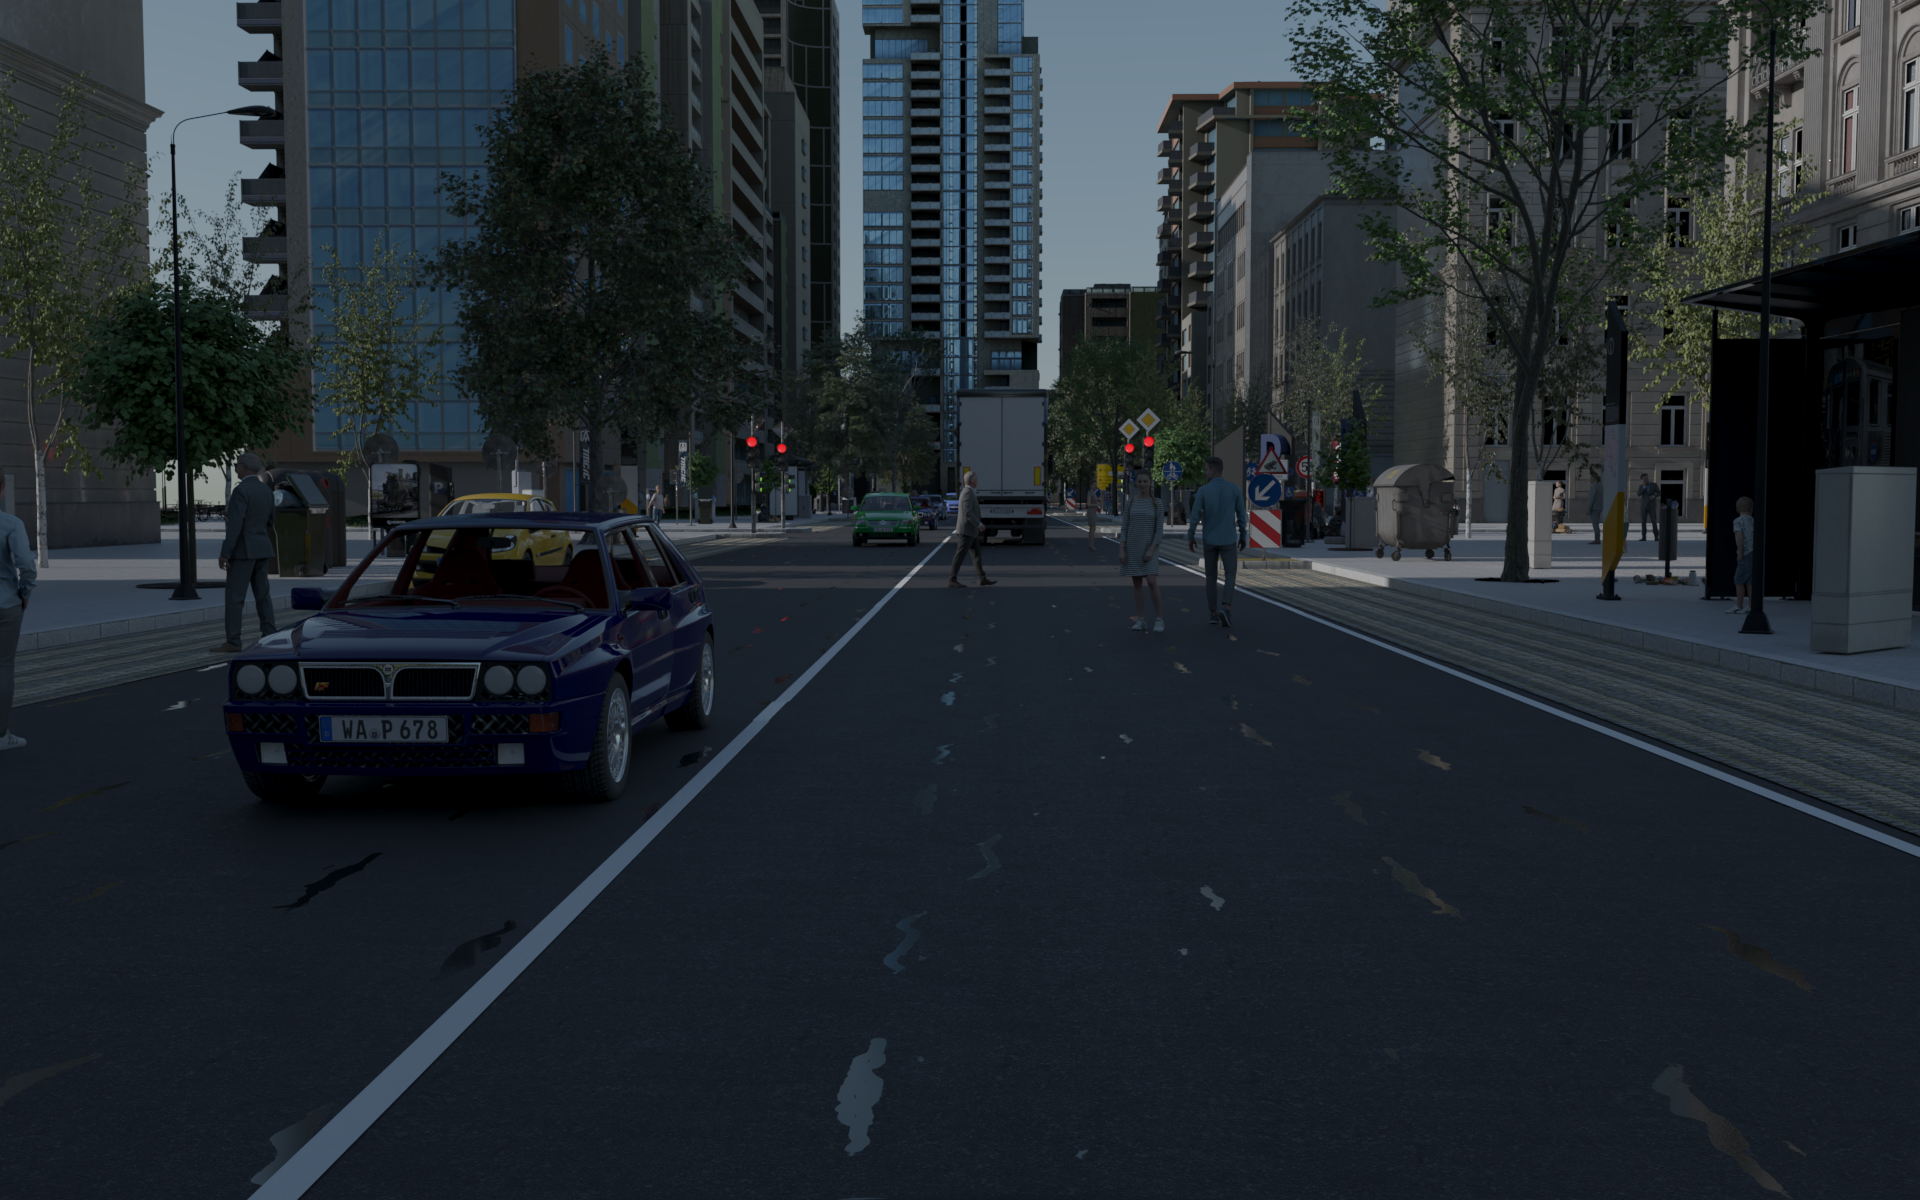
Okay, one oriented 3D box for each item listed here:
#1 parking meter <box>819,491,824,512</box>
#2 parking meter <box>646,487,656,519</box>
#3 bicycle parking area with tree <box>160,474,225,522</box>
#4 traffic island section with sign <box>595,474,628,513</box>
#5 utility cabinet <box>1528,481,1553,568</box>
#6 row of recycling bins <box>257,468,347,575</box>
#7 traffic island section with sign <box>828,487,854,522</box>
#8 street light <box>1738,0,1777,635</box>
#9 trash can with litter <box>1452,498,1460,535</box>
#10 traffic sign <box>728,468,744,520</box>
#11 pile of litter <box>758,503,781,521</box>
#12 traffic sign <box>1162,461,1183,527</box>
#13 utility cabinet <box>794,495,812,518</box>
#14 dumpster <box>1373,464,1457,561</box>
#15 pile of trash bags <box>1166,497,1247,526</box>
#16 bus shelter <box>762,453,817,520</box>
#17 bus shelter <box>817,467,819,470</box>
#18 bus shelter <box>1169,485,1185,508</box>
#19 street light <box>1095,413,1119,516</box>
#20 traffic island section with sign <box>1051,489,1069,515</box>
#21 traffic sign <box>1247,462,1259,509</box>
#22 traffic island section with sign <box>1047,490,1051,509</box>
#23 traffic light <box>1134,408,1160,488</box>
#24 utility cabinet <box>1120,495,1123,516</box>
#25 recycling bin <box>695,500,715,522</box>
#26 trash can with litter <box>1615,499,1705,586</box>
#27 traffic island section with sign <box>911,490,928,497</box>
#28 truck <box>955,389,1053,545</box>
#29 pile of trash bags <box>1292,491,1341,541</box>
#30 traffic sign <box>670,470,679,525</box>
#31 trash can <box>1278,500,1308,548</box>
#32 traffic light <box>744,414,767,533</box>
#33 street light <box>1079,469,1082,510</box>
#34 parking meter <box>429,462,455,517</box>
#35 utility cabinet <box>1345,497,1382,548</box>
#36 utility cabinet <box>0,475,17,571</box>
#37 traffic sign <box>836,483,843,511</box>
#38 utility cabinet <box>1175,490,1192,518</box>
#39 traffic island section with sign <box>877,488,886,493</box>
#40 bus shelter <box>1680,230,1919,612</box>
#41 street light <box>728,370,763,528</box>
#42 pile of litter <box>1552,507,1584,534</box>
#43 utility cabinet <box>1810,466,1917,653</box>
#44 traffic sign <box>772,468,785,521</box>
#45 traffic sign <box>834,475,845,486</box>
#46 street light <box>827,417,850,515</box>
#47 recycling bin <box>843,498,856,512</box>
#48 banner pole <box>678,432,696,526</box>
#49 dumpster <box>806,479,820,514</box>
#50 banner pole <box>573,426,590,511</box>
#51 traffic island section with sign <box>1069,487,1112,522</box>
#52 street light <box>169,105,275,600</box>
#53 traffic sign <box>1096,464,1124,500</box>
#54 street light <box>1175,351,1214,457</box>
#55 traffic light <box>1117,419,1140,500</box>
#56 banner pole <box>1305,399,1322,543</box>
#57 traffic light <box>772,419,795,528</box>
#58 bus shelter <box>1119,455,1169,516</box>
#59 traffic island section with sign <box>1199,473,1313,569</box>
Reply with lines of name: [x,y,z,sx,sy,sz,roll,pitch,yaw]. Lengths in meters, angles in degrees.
parking meter: [-10.027,-7.170,125.632,0.372,1.533,0.369,0,3,0]
parking meter: [-11.745,-3.516,65.891,0.372,1.533,0.369,0,3,0]
bicycle parking area with tree: [-38.457,-5.812,82.035,9.016,4.147,8.231,0,4,8]
traffic island section with sign: [-6.900,-1.551,33.981,1.989,1.847,2.006,0,4,1]
utility cabinet: [9.995,-1.308,30.069,0.318,1.500,1.173,0,4,5]
row of recycling bins: [-11.161,-1.355,29.259,1.069,1.692,3.534,0,4,-8]
traffic island section with sign: [-5.817,-5.013,90.592,1.989,1.847,2.006,0,4,1]
street light: [6.807,-2.647,15.818,1.470,5.913,1.316,0,4,1]
trash can with litter: [15.114,-2.618,54.195,1.055,1.170,0.624,1,4,20]
traffic sign: [-10.928,-5.157,84.427,0.768,2.556,0.104,0,4,6]
pile of litter: [-8.949,-4.138,81.623,1.176,0.858,1.719,1,4,22]
traffic sign: [8.170,-4.071,66.662,0.768,2.556,0.104,0,4,4]
utility cabinet: [-8.341,-4.899,91.265,1.020,1.237,0.306,1,4,18]
dumpster: [8.840,-1.707,33.665,1.264,1.857,1.865,0,4,1]
pile of trash bags: [10.088,-3.756,71.156,3.447,1.369,1.912,1,4,21]
bus shelter: [-8.587,-5.671,86.651,2.014,3.302,5.546,0,4,1]
bus shelter: [-9.571,-6.624,102.224,2.014,3.302,5.546,0,4,1]
bus shelter: [11.593,-6.320,97.263,2.014,3.302,5.546,0,4,1]
street light: [8.467,-7.774,99.640,1.470,5.913,1.316,0,4,1]
traffic island section with sign: [7.317,-6.621,116.878,1.989,1.847,2.006,0,4,1]
traffic sign: [11.675,-4.241,69.442,0.768,2.556,0.104,0,4,2]
traffic island section with sign: [8.272,-9.707,167.343,1.989,1.847,2.006,0,4,1]
traffic light: [6.109,-4.132,56.481,0.839,4.253,0.868,0,4,1]
utility cabinet: [9.878,-5.489,100.909,1.020,1.237,0.306,1,4,14]
recycling bin: [-11.590,-4.048,78.742,0.722,1.027,0.722,-2,4,-31]
trash can with litter: [10.336,-0.854,25.015,1.678,1.210,2.233,1,4,21]
traffic island section with sign: [-4.355,-9.660,166.564,1.989,1.847,2.006,0,4,1]
truck: [1.391,-3.843,51.750,2.839,4.237,11.283,0,4,3]
pile of trash bags: [10.119,-2.372,48.537,1.912,1.369,3.447,2,4,30]
traffic sign: [-11.781,-4.280,72.104,0.606,2.300,0.079,0,4,2]
trash can: [7.955,-1.825,41.493,0.748,1.137,0.748,0,3,0]
traffic light: [-6.750,-4.146,56.711,0.839,4.253,0.868,0,4,1]
street light: [9.145,-10.183,139.025,1.470,5.913,1.316,0,4,1]
parking meter: [-9.422,-1.578,31.508,0.399,1.863,0.255,0,4,3]
utility cabinet: [9.716,-1.866,41.666,1.020,1.237,0.306,-2,4,-35]
utility cabinet: [-11.453,-0.677,19.749,1.173,1.500,0.318,-1,4,-9]
traffic sign: [-9.494,-8.213,134.385,0.768,2.556,0.104,0,4,4]
utility cabinet: [11.714,-5.006,90.527,1.173,1.500,0.318,3,5,42]
traffic island section with sign: [-5.292,-6.680,117.840,1.989,1.847,2.006,0,4,1]
bus shelter: [9.440,-1.623,17.824,1.731,3.624,6.357,0,4,1]
street light: [-8.000,-5.648,64.884,1.470,5.913,1.316,0,4,1]
pile of litter: [19.332,-2.583,56.195,1.176,0.858,1.719,-3,4,-38]
utility cabinet: [7.382,-0.335,14.162,1.173,1.500,0.318,-3,5,-39]
traffic sign: [-8.505,-4.891,79.976,0.884,2.594,0.081,0,4,3]
traffic sign: [-8.126,-7.132,116.345,0.795,2.593,0.064,0,4,8]
street light: [-7.311,-8.057,104.273,1.470,5.913,1.316,0,4,1]
recycling bin: [-7.748,-6.659,121.433,0.722,1.027,0.722,-2,4,-30]
banner pole: [-11.108,-4.911,70.306,0.863,3.779,0.401,2,4,31]
dumpster: [-9.755,-6.587,110.199,1.502,2.255,1.985,0,4,1]
banner pole: [-12.306,-4.057,56.356,0.863,3.779,0.401,-2,4,-31]
traffic island section with sign: [6.772,-4.926,89.172,1.989,1.847,2.006,0,4,1]
street light: [-8.883,-2.956,20.867,1.470,5.913,1.316,0,4,1]
traffic sign: [10.296,-7.486,116.274,2.265,3.308,0.079,0,4,4]
street light: [7.657,-5.115,56.173,1.470,5.913,1.316,0,4,1]
traffic light: [6.262,-4.620,64.465,0.839,4.253,0.868,0,4,1]
banner pole: [9.334,-3.413,45.815,0.401,3.779,0.863,3,5,40]
traffic light: [-6.597,-4.634,64.694,0.839,4.253,0.868,0,4,1]
bus shelter: [9.612,-5.969,91.516,2.014,3.302,5.546,0,4,1]
traffic island section with sign: [5.717,-1.539,33.786,1.989,1.847,2.006,0,4,1]
